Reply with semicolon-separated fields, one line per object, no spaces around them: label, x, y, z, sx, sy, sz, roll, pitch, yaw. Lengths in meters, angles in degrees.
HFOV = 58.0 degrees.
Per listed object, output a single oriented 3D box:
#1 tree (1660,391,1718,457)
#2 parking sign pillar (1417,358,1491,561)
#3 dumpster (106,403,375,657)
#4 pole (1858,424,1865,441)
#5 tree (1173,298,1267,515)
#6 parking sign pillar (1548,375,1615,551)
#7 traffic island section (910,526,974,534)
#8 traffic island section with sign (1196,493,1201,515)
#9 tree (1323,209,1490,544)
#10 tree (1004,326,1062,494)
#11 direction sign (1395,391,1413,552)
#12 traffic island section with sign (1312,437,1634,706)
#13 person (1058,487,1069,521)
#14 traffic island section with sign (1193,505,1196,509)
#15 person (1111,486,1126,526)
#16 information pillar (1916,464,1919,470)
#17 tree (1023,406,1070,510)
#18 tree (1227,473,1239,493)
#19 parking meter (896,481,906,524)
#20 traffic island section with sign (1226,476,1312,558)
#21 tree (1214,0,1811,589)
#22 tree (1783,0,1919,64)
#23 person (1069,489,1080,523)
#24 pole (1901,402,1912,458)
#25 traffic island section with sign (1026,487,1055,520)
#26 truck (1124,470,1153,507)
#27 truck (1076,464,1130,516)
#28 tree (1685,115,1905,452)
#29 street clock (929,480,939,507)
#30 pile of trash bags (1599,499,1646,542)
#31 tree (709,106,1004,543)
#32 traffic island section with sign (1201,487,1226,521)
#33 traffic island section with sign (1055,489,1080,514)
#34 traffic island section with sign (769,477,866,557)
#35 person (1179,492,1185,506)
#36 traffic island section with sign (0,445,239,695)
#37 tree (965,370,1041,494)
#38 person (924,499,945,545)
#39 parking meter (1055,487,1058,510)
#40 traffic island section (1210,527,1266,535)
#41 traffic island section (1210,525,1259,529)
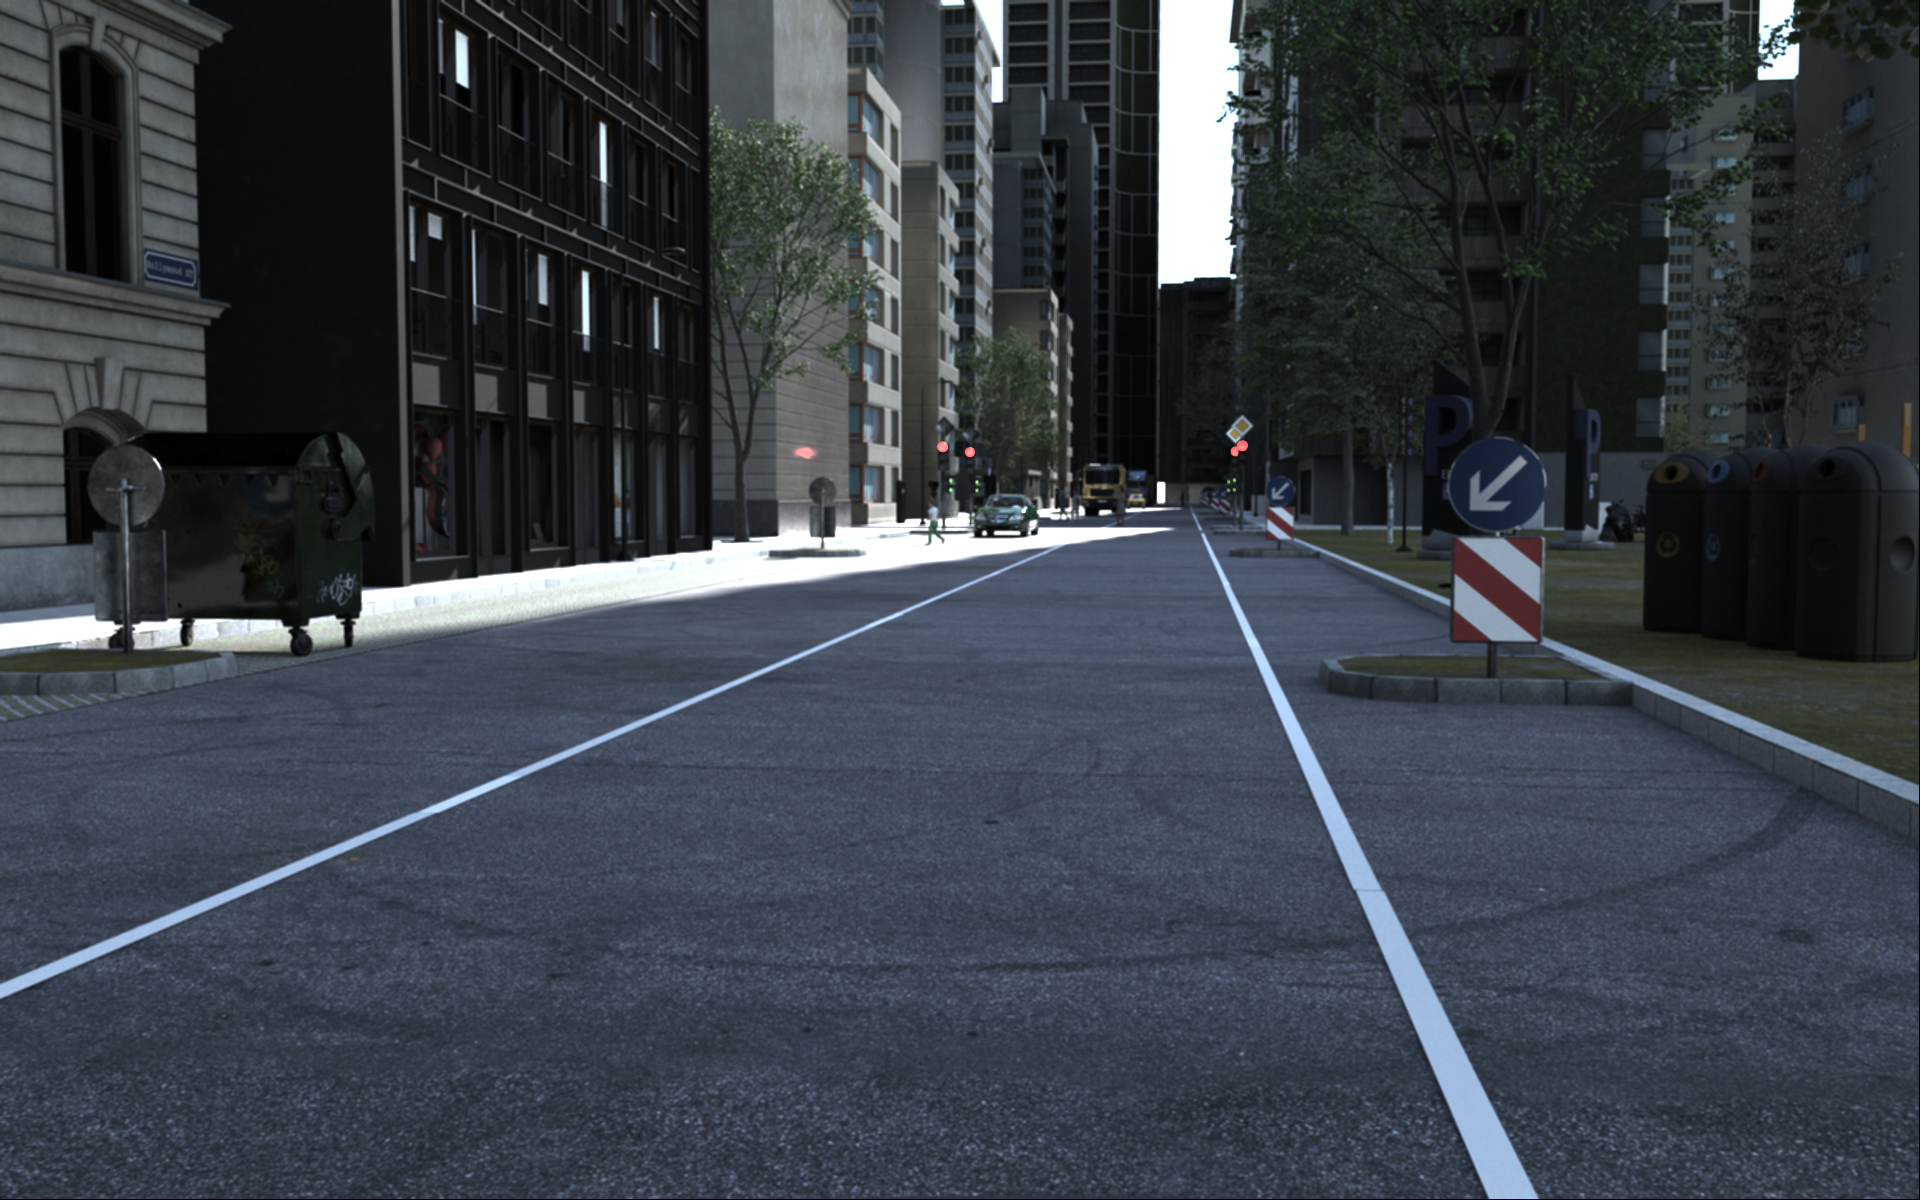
tree;51.129;-10.544;122.757;4.737;8.622;4.395;0;3;0
parking sign pillar;9.713;-2.778;33.899;1.447;3.967;1.447;-2;4;-35
dumpster;-6.528;-0.656;15.672;1.985;2.255;1.502;0;4;8
pole;26.058;-3.444;50.146;0.158;3.312;0.155;0;3;0
tree;18.057;-11.910;105.091;12.009;13.543;11.850;0;3;0
parking sign pillar;14.359;-3.146;39.914;1.447;3.967;1.447;3;4;35
traffic island section;-0.605;-2.478;62.801;2.009;0.180;2.903;0;4;7
traffic island section with sign;17.735;-6.882;121.148;1.989;1.847;2.006;0;4;7
tree;11.092;-5.733;44.093;4.360;8.622;3.978;0;3;0
tree;2.634;-11.187;108.664;9.928;11.665;9.643;0;3;0
direction sign;9.927;-2.851;38.609;0.379;3.537;0.876;2;4;31
traffic island section with sign;3.707;-0.254;12.777;1.989;1.847;2.006;0;4;7
person;5.410;-5.040;90.927;0.654;1.822;0.581;1;4;16
traffic island section with sign;24.096;-9.886;170.262;1.989;1.847;2.006;0;4;7
person;7.016;-4.163;76.916;0.532;1.782;0.716;-2;4;-31
information pillar;23.393;-2.330;42.585;0.304;2.012;0.304;3;4;36
tree;7.177;-11.739;142.287;4.737;8.622;4.395;0;3;0
tree;22.991;-9.297;146.609;1.663;3.219;1.824;0;3;0
parking meter;-2.565;-4.257;75.319;0.255;1.863;0.399;2;4;35
traffic island section with sign;7.215;-1.910;39.860;1.989;1.847;2.006;0;4;7
tree;7.246;-5.976;23.462;9.928;11.665;9.643;0;3;0
tree;5.123;-5.310;4.950;7.486;12.596;7.792;0;3;0
person;5.795;-4.728;86.800;0.522;1.701;0.512;2;4;27
pole;21.087;-2.741;38.652;0.158;3.312;0.155;0;3;0
traffic island section with sign;4.033;-5.346;96.034;1.989;1.847;2.006;0;4;7
truck;20.507;-12.749;198.211;2.967;4.110;18.799;1;4;9
truck;9.663;-7.300;115.281;3.469;3.379;9.791;0;4;7
tree;16.696;-5.156;34.671;4.360;8.622;3.978;0;3;0
street clock;-1.314;-5.058;87.276;0.471;2.002;0.358;-1;4;-23
pile of trash bags;18.792;-2.229;46.189;3.447;1.369;1.912;3;5;39
tree;-5.740;-7.340;45.762;9.928;11.665;9.643;0;3;0
traffic island section with sign;14.268;-5.237;94.247;1.989;1.847;2.006;0;4;7
traffic island section with sign;7.494;-6.981;122.767;1.989;1.847;2.006;0;4;7
traffic island section with sign;-3.224;-1.919;40.002;1.989;1.847;2.006;0;4;7
person;26.277;-11.974;204.958;0.721;1.739;1.217;-1;4;-22
traffic island section with sign;-6.704;-0.281;13.215;1.989;1.847;2.006;0;4;7
tree;2.466;-9.289;102.236;4.360;8.622;3.978;0;3;0
person;-0.720;-2.201;48.733;0.590;1.304;0.306;1;4;20
parking meter;7.763;-8.167;139.243;0.255;1.863;0.399;0;4;1
traffic island section;9.997;-2.394;61.428;2.009;0.180;2.903;0;4;7
traffic island section;11.023;-2.879;69.348;2.009;0.180;2.903;0;4;7
